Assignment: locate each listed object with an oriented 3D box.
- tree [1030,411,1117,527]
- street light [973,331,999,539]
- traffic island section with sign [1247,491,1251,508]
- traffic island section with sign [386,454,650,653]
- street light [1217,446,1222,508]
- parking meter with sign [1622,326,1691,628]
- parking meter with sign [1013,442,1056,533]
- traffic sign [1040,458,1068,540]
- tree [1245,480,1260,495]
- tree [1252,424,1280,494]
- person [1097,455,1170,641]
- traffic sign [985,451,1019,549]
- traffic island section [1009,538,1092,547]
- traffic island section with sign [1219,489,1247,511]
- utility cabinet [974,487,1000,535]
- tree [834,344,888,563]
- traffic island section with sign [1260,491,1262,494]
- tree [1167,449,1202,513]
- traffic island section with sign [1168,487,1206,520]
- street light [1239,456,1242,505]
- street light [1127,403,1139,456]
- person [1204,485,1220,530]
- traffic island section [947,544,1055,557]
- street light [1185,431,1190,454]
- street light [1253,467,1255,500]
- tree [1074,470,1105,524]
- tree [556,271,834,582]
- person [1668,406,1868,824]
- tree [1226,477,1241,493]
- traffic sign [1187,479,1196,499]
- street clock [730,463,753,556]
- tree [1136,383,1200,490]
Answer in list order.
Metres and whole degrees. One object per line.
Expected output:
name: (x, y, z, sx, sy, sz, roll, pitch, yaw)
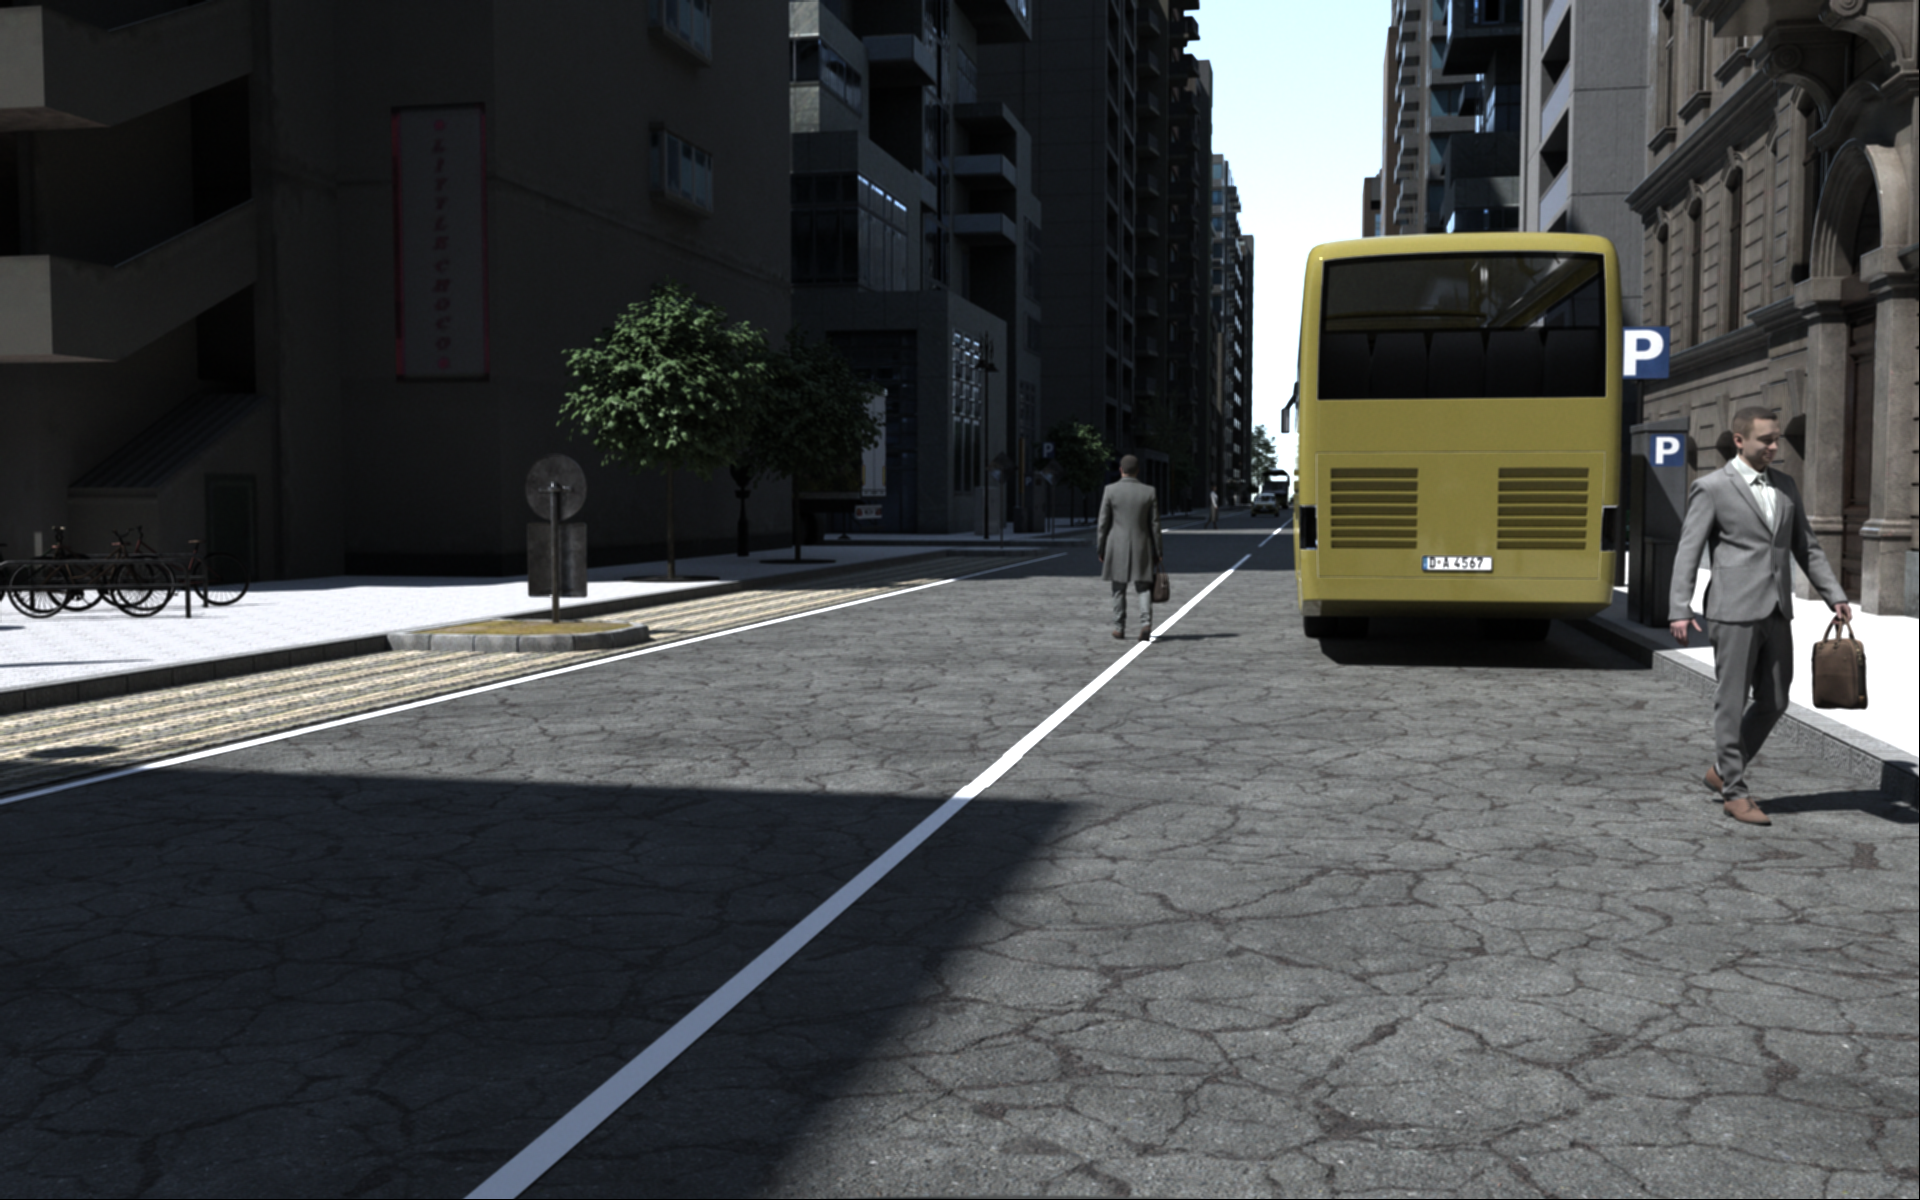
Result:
tree: (4.437, -5.142, 67.792, 4.285, 4.588, 4.351, 0, 3, 0)
street light: (0.754, -4.674, 49.215, 0.468, 5.910, 1.993, 1, 4, 12)
traffic island section with sign: (28.445, -10.023, 172.506, 1.989, 1.847, 2.006, 1, 4, 12)
traffic island section with sign: (-4.076, -0.482, 16.512, 1.989, 1.847, 2.006, 1, 4, 12)
street light: (24.226, -11.585, 162.201, 0.468, 5.910, 1.993, 1, 4, 12)
parking meter with sign: (6.959, -1.287, 17.307, 0.543, 3.016, 1.738, 1, 4, 10)
parking meter with sign: (2.444, -3.732, 57.277, 0.543, 3.016, 1.738, 3, 5, 40)
traffic sign: (2.612, -2.740, 48.446, 0.795, 2.450, 0.064, 1, 4, 12)
tree: (39.790, -14.853, 237.450, 1.663, 3.219, 1.824, 0, 3, 0)
tree: (47.867, -22.056, 278.744, 7.486, 12.596, 7.792, 0, 3, 0)
person: (1.688, -0.512, 16.968, 0.694, 1.812, 0.767, 0, 4, -1)
traffic sign: (0.982, -2.262, 40.628, 0.795, 2.450, 0.064, 1, 4, 12)
traffic island section: (2.587, -1.604, 48.512, 2.009, 0.180, 2.903, 1, 4, 12)
traffic island section with sign: (22.938, -8.409, 146.117, 1.989, 1.847, 2.006, 1, 4, 12)
utility cabinet: (0.858, -2.767, 53.915, 0.318, 1.500, 1.173, 2, 4, 28)
tree: (-3.099, -2.984, 32.503, 4.285, 4.588, 4.351, 0, 3, 0)
traffic island section with sign: (45.277, -14.964, 253.294, 1.989, 1.847, 2.006, 1, 4, 12)
tree: (15.023, -8.308, 119.543, 4.285, 4.588, 4.351, 0, 3, 0)
traffic island section with sign: (12.778, -5.425, 97.325, 1.989, 1.847, 2.006, 1, 4, 12)
street light: (33.315, -14.248, 205.737, 0.468, 5.910, 1.993, 1, 4, 12)
street light: (8.780, -7.045, 87.978, 0.468, 5.910, 1.993, 1, 4, 12)
person: (10.112, -3.717, 69.505, 0.641, 1.798, 0.478, 2, 4, 26)
traffic island section: (0.958, -1.126, 40.695, 2.009, 0.180, 2.903, 1, 4, 12)
street light: (16.311, -9.255, 124.107, 0.468, 5.910, 1.993, 1, 4, 12)
street light: (41.372, -16.576, 243.802, 0.468, 5.910, 1.993, 1, 4, 12)
tree: (5.524, -4.863, 74.103, 1.663, 3.219, 1.824, 0, 3, 0)
tree: (-4.222, -2.570, 25.733, 4.285, 4.588, 4.351, 0, 3, 0)
person: (3.489, 0.063, 7.592, 0.709, 1.813, 0.853, -1, 4, -16)
tree: (31.192, -12.490, 198.809, 1.663, 3.219, 1.824, 0, 3, 0)
traffic sign: (16.320, -7.491, 122.591, 0.768, 2.556, 0.104, 1, 4, 17)
street clock: (-4.473, -1.903, 35.678, 0.471, 2.002, 0.358, 1, 4, 12)
tree: (13.699, -10.090, 115.328, 4.737, 8.622, 4.395, 0, 3, 0)
